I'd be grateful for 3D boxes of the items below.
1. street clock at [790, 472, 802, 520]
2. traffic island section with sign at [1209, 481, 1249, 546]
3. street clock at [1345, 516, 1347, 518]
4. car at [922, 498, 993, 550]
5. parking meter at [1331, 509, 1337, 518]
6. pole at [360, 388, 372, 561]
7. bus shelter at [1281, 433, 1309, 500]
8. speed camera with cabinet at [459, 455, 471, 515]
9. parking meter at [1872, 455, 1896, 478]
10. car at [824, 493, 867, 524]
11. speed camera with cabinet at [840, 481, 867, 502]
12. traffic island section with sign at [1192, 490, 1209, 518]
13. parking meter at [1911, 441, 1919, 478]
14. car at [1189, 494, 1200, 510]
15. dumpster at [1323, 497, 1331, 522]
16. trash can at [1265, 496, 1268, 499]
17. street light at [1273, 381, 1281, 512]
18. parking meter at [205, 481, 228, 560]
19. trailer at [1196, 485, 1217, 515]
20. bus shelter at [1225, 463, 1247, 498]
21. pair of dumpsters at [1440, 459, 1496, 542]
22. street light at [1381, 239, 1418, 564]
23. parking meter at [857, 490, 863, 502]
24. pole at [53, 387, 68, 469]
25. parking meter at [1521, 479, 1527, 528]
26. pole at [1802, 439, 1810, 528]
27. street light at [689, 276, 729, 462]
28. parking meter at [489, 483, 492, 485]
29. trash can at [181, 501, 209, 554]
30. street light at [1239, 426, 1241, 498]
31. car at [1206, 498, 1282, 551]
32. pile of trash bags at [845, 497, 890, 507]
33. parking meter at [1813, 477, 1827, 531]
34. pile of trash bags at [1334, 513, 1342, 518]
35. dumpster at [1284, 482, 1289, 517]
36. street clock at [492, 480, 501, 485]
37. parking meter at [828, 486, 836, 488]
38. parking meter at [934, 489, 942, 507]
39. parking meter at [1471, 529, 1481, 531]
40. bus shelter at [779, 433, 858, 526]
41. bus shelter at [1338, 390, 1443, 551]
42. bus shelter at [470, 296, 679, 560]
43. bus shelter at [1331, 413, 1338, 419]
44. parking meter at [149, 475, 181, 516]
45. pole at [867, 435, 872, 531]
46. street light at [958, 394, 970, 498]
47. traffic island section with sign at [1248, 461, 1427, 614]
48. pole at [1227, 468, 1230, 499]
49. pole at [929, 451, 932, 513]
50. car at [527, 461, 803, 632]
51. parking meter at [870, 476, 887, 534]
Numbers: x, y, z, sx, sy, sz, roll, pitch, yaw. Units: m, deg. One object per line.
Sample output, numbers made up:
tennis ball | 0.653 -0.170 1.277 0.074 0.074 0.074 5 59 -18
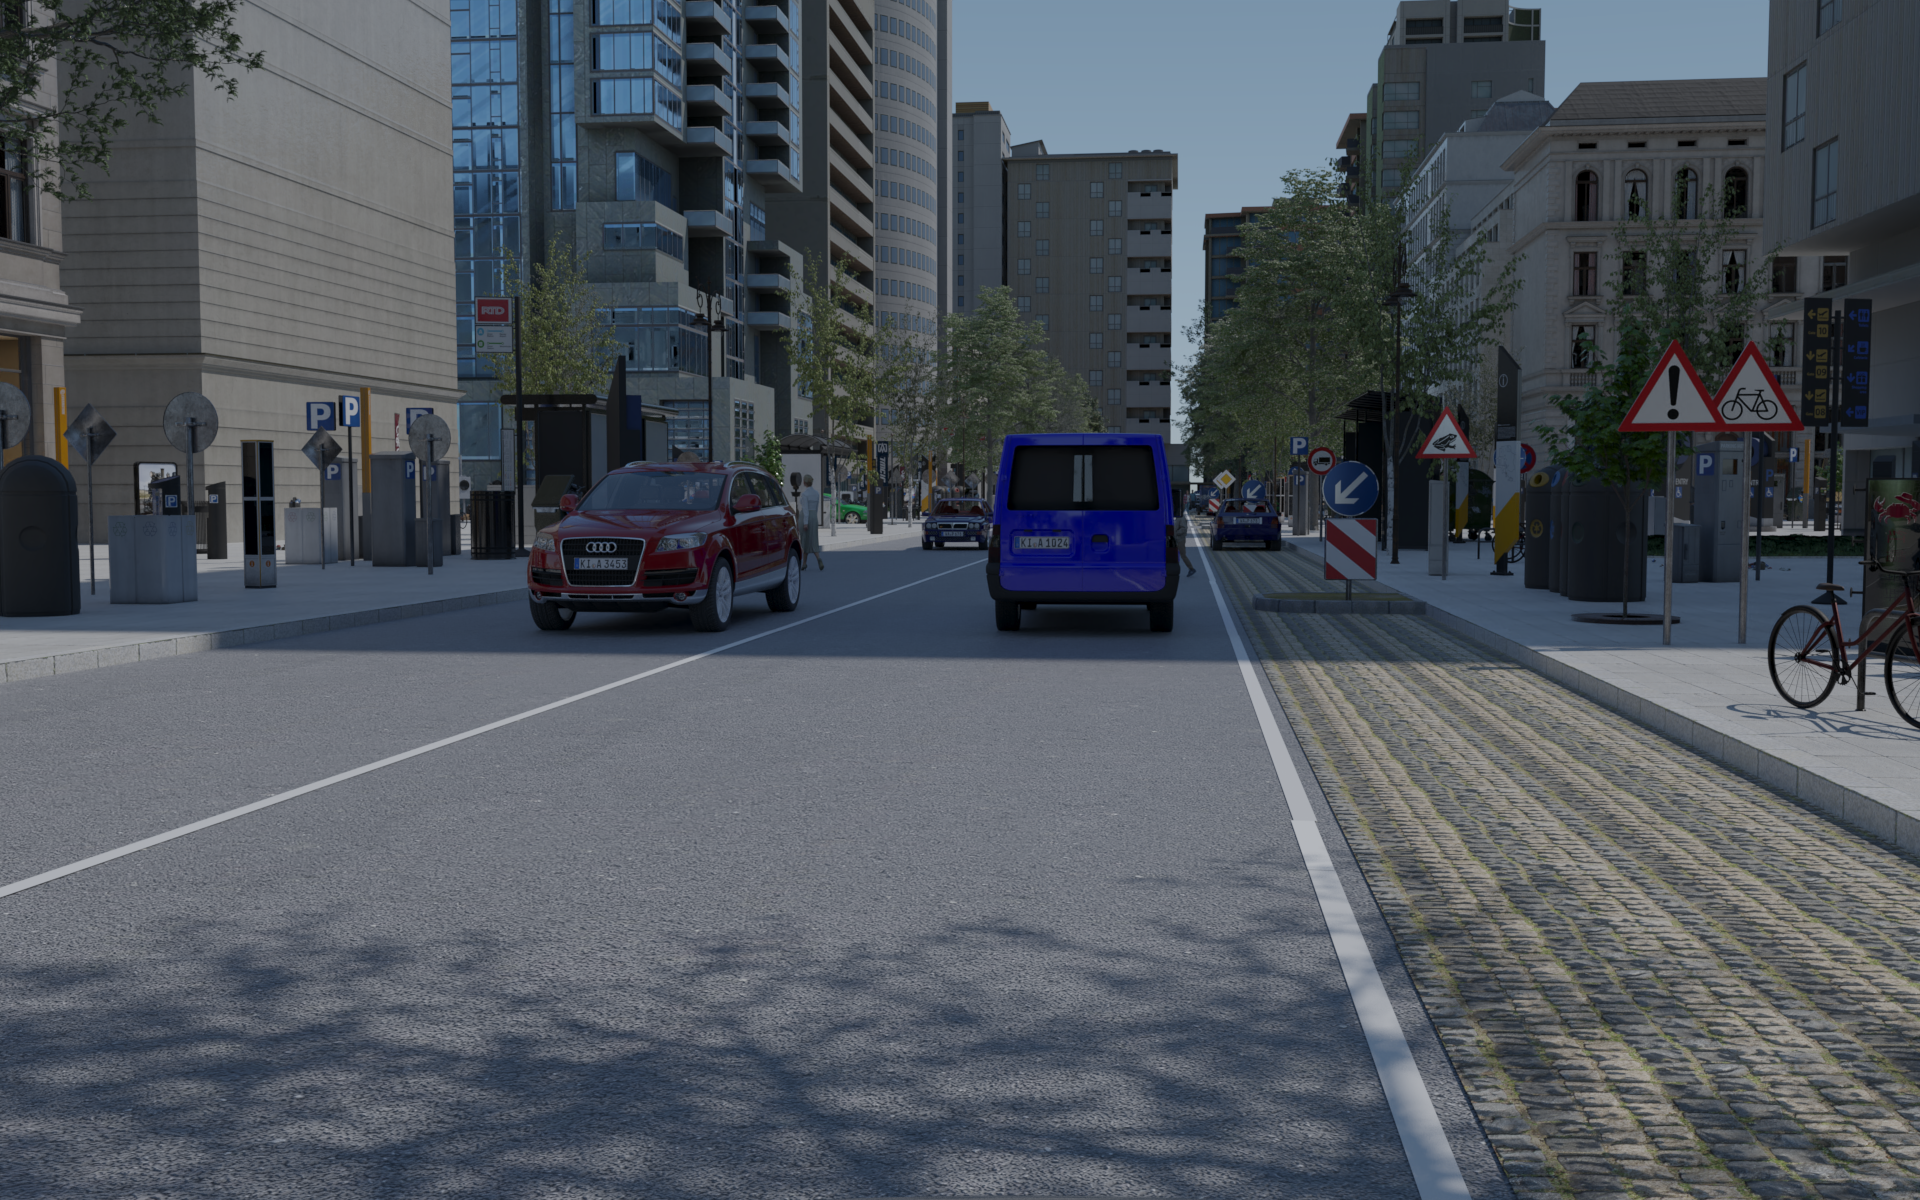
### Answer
street clock | -5.438 -3.235 57.459 0.358 2.002 0.471 1 4 19
traffic island section with sign | 8.070 -2.434 48.423 1.989 1.847 2.006 0 4 7
street clock | 9.142 -2.212 40.744 0.358 2.002 0.471 1 4 15
car | 0.022 -2.020 45.601 1.945 1.354 3.894 0 4 6
parking meter | 14.415 -3.545 66.377 0.372 1.533 0.369 0 3 0
pole | -11.387 -2.411 33.256 0.158 3.312 0.155 0 3 0
bus shelter | 21.012 -7.932 107.313 2.179 5.291 8.768 0 4 7
speed camera with cabinet | -25.804 -5.697 87.487 2.038 3.252 0.660 -3 4 -38
parking meter | 13.820 -1.237 25.942 0.255 1.863 0.399 3 4 38
car | -5.919 -4.111 76.014 4.718 1.807 1.959 0 4 8
speed camera with cabinet | -7.314 -7.598 118.562 2.038 3.252 0.660 -1 4 -16
traffic island section with sign | 14.987 -5.775 103.043 1.989 1.847 2.006 0 4 7
parking meter | 10.457 -0.797 18.736 0.255 1.863 0.399 1 4 14
car | 21.527 -8.987 156.725 2.009 1.686 4.222 0 4 7
dumpster | 17.150 -4.647 78.468 1.502 2.255 1.985 0 4 7
trash can | 23.512 -7.466 133.722 0.748 1.137 0.748 0 3 0
street light | 12.708 -5.930 69.746 0.468 5.910 1.993 0 4 7
parking meter | -14.622 -1.568 34.056 0.372 1.533 0.369 0 3 0
trailer | 16.104 -6.461 112.687 1.471 1.999 3.904 0 4 5
bus shelter | 21.152 -8.633 132.431 1.731 3.624 6.357 0 4 7
pair of dumpsters | 13.881 -2.810 48.431 1.574 2.255 4.437 0 4 7
street light | 7.998 -3.601 31.666 0.468 5.910 1.993 0 4 7
parking meter | -6.381 -6.256 110.688 0.372 1.533 0.369 0 3 0
pole | -17.171 -2.403 33.131 0.158 3.312 0.155 0 3 0
parking meter | 20.102 -3.450 62.122 0.399 1.863 0.255 1 4 22
pole | 31.608 -4.332 64.675 0.158 3.312 0.155 0 3 0
street light | -5.312 -3.917 36.836 0.468 5.910 1.993 0 4 7
parking meter | -24.110 -5.128 89.551 0.399 1.863 0.255 2 4 35
trash can | -16.370 -1.561 37.180 0.748 1.137 0.748 0 3 0
street light | 18.298 -8.593 113.283 0.468 5.910 1.993 0 4 7
car | 7.350 -1.967 44.738 1.945 1.354 3.894 0 4 7
pile of trash bags | -5.852 -6.005 107.939 3.447 1.369 1.912 3 5 43
parking meter | 29.602 -3.295 59.590 0.255 1.863 0.399 0 4 -2
pile of trash bags | 14.827 -3.228 62.529 1.912 1.369 3.447 3 4 36
dumpster | 15.096 -4.473 78.892 1.264 1.857 1.865 0 4 7
street clock | -23.719 -5.148 88.733 0.471 2.002 0.358 -2 4 -34
parking meter | -6.348 -4.919 86.143 0.255 1.863 0.399 -3 4 -37
parking meter | -1.023 -4.392 80.212 0.372 1.533 0.369 0 3 0
parking meter | 17.045 -2.986 57.235 0.372 1.533 0.369 0 3 0
bus shelter | -5.049 -4.075 60.546 2.014 3.302 5.546 0 4 7
bus shelter | 10.420 -3.106 42.061 1.731 3.624 6.357 0 4 7
bus shelter | -8.439 -3.679 37.790 2.179 5.291 8.768 0 4 7
bus shelter | 11.622 -3.529 48.990 1.731 3.624 6.357 0 4 7
parking meter | -10.587 -0.899 23.108 0.372 1.533 0.369 0 3 0
pole | -3.108 -4.012 59.440 0.158 3.312 0.155 0 3 0
street light | 0.173 -6.572 80.233 0.468 5.910 1.993 0 4 7
traffic island section with sign | 4.666 -0.789 21.525 1.989 1.847 2.006 0 4 7
pole | 19.855 -8.197 127.868 0.158 3.312 0.155 0 3 0
pole | -1.395 -5.358 81.445 0.158 3.312 0.155 0 3 0
car | -3.218 -0.680 19.789 2.281 1.827 5.304 0 4 8
parking meter | -2.654 -3.032 55.282 0.399 1.863 0.255 -2 4 -29
